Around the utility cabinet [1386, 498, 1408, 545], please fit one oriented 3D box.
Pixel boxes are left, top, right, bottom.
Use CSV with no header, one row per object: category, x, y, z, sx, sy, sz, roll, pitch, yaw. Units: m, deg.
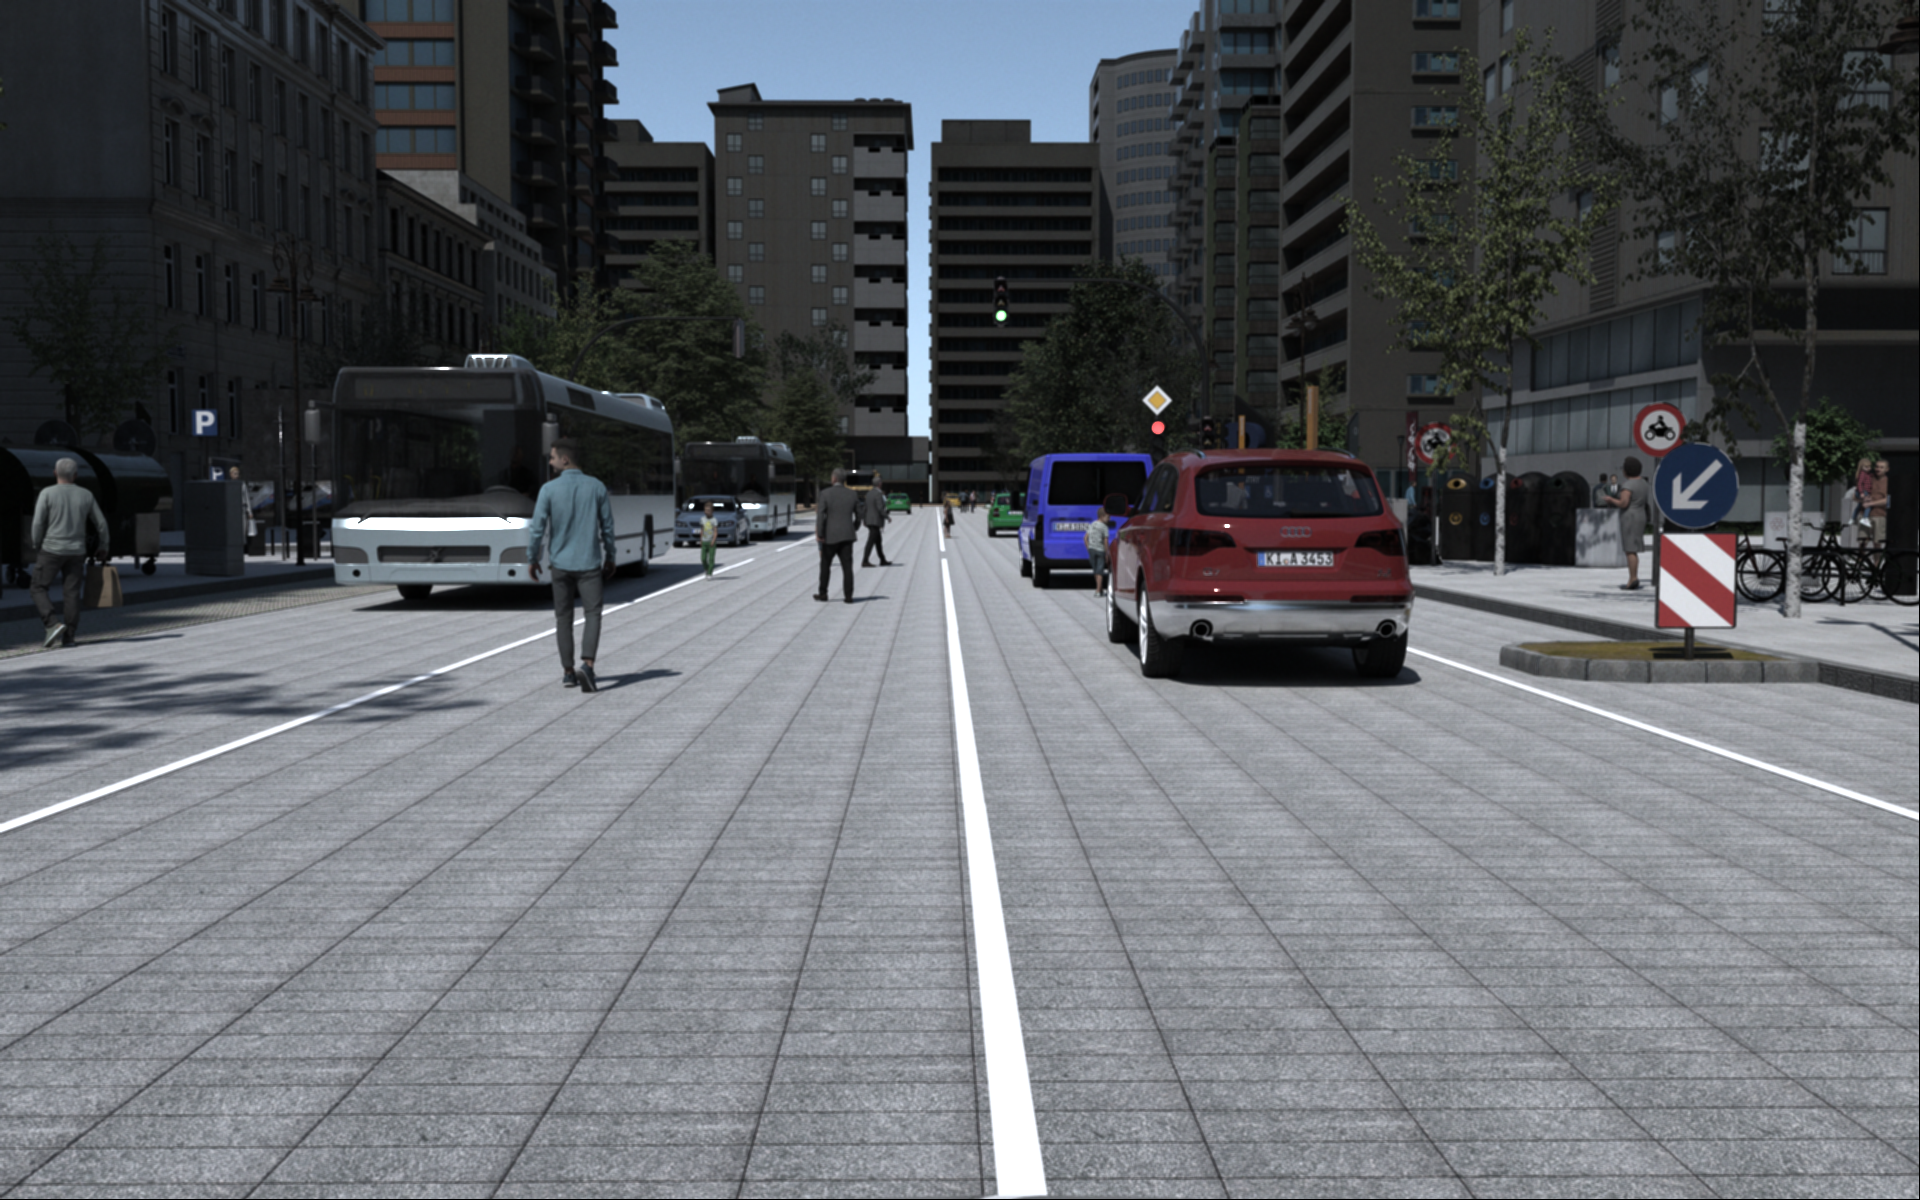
utility cabinet,7.375,-1.137,29.751,0.306,1.237,1.020,0,4,-6

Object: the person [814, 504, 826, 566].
person,-2.714,-1.302,34.480,0.352,1.250,0.332,-3,5,-41

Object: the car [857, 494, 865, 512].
car,-8.060,-7.549,133.217,2.009,1.686,4.222,0,4,0

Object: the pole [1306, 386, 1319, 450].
pole,6.657,-2.381,32.775,0.158,3.312,0.155,0,3,0

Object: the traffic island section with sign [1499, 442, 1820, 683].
traffic island section with sign,5.526,-0.332,14.063,1.989,1.847,2.006,0,4,-1

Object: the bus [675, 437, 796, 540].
bus,-7.148,-3.809,57.139,2.948,3.499,13.247,0,4,-2

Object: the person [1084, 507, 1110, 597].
person,1.925,-0.671,24.152,0.352,1.250,0.332,-1,4,-20

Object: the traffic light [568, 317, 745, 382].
traffic light,-7.918,-4.273,44.535,4.771,5.953,1.251,0,4,-1

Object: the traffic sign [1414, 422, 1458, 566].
traffic sign,8.415,-1.872,30.721,0.768,2.556,0.104,0,4,2

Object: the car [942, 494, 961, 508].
car,-0.777,-10.067,174.819,2.015,1.641,3.980,0,4,-1

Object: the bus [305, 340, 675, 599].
bus,-6.534,-1.940,26.582,2.948,3.499,13.247,0,4,-2

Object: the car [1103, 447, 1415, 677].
car,2.440,-0.392,15.085,2.281,1.827,5.304,0,4,0

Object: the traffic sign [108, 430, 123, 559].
traffic sign,-16.603,-2.084,34.182,0.768,2.556,0.104,0,4,5

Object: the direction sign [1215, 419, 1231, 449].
direction sign,7.918,-3.690,52.328,0.379,3.537,0.876,3,5,43

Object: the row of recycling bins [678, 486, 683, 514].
row of recycling bins,-14.463,-4.909,87.367,3.534,1.692,1.069,1,4,10

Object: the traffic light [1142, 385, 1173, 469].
traffic light,5.051,-3.411,44.696,0.839,4.253,0.868,0,4,-1

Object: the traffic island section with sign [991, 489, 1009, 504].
traffic island section with sign,3.681,-8.438,146.585,1.989,1.847,2.006,0,4,-1

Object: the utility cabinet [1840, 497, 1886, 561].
utility cabinet,17.576,-1.367,33.506,1.020,1.237,0.306,-1,4,-10

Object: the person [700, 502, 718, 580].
person,-4.200,-0.993,28.986,0.306,1.304,0.590,0,4,-5

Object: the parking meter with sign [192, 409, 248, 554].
parking meter with sign,-15.453,-2.462,36.512,0.543,3.016,1.738,0,4,4

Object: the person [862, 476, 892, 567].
person,-1.606,-1.546,34.167,0.834,1.777,0.661,-3,4,-39

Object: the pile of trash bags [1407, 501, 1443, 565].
pile of trash bags,7.830,-1.403,32.689,1.912,1.369,3.447,0,4,1

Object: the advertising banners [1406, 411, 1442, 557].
advertising banners,9.714,-2.430,35.920,0.090,3.025,2.074,-1,4,-12

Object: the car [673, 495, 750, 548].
car,-6.855,-2.199,47.961,2.014,1.417,4.499,0,4,-1

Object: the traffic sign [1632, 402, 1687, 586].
traffic sign,9.715,-1.470,24.136,0.768,2.556,0.104,0,4,0

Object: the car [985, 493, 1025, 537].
car,1.839,-3.061,58.836,1.959,1.807,4.718,0,4,0

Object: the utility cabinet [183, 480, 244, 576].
utility cabinet,-11.746,-1.134,27.223,1.173,1.500,0.318,2,4,35

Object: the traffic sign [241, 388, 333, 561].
traffic sign,-12.743,-2.413,33.332,2.265,3.308,0.079,0,4,7

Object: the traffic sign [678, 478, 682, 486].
traffic sign,-17.243,-6.332,105.661,0.606,2.300,0.079,0,4,5

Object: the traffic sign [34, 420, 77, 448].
traffic sign,-15.456,-1.805,29.623,0.768,2.556,0.104,0,4,3

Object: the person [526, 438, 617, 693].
person,-2.858,-0.265,12.692,0.638,1.841,0.748,0,4,-5

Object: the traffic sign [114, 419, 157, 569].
traffic sign,-14.082,-1.802,29.565,0.768,2.556,0.104,0,4,4

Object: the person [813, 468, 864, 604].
person,-1.646,-0.861,22.970,0.661,1.777,0.834,-2,4,-30

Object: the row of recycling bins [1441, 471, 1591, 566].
row of recycling bins,10.405,-1.556,32.554,1.069,1.692,3.534,-2,4,-26

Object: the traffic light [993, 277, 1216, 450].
traffic light,3.072,-3.784,36.542,4.771,5.953,1.251,0,4,-1

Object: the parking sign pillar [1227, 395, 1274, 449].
parking sign pillar,7.832,-3.562,46.717,1.447,3.967,1.447,-3,5,-39

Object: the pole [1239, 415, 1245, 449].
pole,7.317,-3.131,45.027,0.158,3.312,0.155,0,3,0

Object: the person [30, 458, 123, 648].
person,-8.347,-0.451,16.356,0.515,1.767,0.782,3,5,41

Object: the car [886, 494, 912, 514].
car,-4.415,-7.051,124.081,1.959,1.807,4.718,0,4,-2

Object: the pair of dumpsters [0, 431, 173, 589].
pair of dumpsters,-13.202,-1.396,25.312,1.574,2.255,4.437,0,4,-1

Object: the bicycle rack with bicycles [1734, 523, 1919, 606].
bicycle rack with bicycles,10.357,-0.458,20.869,2.852,0.926,2.925,-2,4,-32

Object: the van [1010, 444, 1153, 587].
van,2.016,-1.460,28.258,2.240,2.365,5.245,0,4,-1

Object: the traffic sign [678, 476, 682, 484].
traffic sign,-15.249,-5.847,95.602,0.884,2.594,0.081,0,4,1

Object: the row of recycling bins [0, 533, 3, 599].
row of recycling bins,-13.384,-0.826,20.616,3.534,1.692,1.069,-1,4,-18
